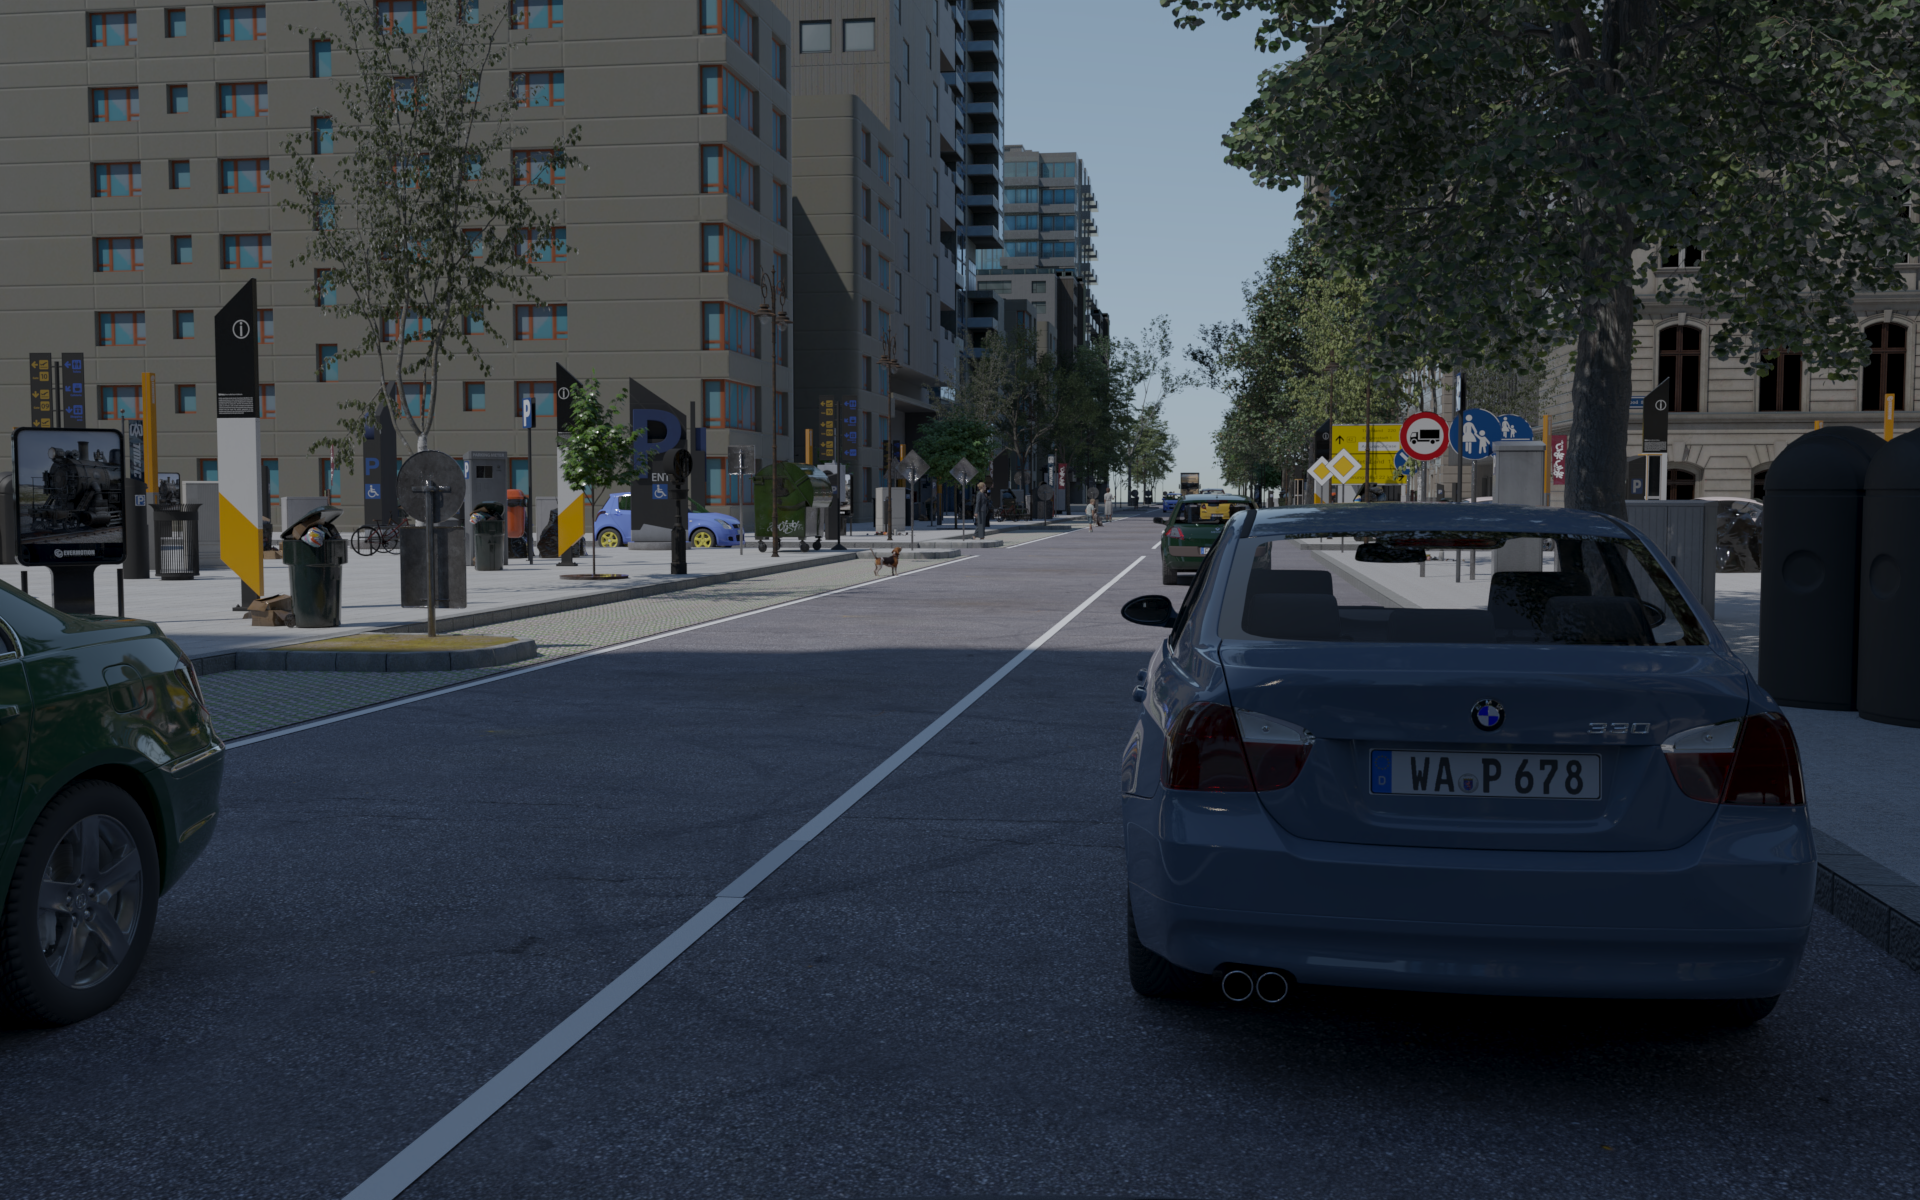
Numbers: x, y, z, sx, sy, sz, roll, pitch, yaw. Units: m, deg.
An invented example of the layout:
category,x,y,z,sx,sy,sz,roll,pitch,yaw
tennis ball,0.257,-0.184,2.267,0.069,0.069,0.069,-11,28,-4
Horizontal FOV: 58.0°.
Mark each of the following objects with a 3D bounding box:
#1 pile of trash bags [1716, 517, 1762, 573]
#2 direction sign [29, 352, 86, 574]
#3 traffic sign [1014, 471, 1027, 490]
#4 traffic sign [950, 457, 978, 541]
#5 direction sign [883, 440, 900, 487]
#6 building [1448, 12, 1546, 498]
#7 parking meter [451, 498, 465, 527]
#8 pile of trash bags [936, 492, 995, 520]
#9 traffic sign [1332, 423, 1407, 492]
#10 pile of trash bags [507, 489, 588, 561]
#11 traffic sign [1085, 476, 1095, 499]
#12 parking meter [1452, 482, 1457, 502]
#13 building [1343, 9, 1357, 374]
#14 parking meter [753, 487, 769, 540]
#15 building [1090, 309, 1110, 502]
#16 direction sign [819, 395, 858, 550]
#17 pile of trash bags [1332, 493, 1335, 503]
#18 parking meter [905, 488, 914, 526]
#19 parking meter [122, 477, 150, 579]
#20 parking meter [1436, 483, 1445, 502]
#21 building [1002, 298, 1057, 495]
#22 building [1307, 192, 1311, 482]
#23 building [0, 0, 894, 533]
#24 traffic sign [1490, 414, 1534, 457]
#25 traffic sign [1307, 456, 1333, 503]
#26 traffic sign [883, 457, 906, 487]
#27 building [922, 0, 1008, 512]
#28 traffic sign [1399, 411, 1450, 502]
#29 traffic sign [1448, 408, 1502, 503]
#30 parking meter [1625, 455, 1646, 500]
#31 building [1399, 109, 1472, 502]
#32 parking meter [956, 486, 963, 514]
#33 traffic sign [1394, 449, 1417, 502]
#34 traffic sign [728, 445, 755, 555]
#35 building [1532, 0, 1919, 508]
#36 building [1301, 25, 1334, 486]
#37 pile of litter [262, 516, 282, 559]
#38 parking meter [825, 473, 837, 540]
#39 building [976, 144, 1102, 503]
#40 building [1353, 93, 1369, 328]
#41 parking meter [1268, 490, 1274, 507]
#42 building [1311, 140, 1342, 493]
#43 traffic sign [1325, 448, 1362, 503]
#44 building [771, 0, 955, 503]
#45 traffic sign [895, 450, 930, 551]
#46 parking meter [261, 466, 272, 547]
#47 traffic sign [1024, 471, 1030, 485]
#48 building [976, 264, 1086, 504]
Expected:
category,x,y,z,sx,sy,sz,roll,pitch,yaw
pile of trash bags,13.844,-1.149,28.544,3.447,1.369,1.912,1,4,15
direction sign,-14.450,-2.190,27.802,0.876,3.537,0.379,0,4,3
traffic sign,3.368,-5.890,96.408,0.768,2.556,0.104,1,4,15
traffic sign,0.102,-2.659,47.122,0.795,2.450,0.064,1,4,8
direction sign,-2.871,-4.937,72.717,0.876,3.537,0.379,-3,5,-41
building,31.690,-17.562,80.646,14.314,27.812,24.014,1,4,8
parking meter,-11.821,-1.986,40.878,0.372,1.533,0.369,0,3,0
pile of trash bags,0.171,-4.753,87.466,3.447,1.369,1.912,1,4,14
traffic sign,11.852,-3.439,50.098,2.265,3.308,0.079,1,4,18
pile of trash bags,-8.559,-1.519,34.590,1.912,1.369,3.447,0,4,-2
traffic sign,9.109,-7.425,121.504,0.768,2.556,0.104,1,4,13
parking meter,24.774,-4.941,86.488,0.399,1.863,0.255,-2,4,-33
building,48.231,-38.375,169.435,21.231,58.520,28.212,1,4,8
parking meter,-5.558,-2.614,48.450,0.399,1.863,0.255,1,4,20
building,15.590,-30.281,266.797,14.160,30.474,14.107,1,4,8
direction sign,-2.786,-2.921,39.756,0.876,3.537,0.379,0,4,3
pile of trash bags,26.005,-6.387,114.171,3.447,1.369,1.912,-1,4,-12
parking meter,-2.030,-3.712,69.096,0.372,1.533,0.369,0,3,0
parking meter,-12.466,-1.086,26.171,0.372,1.533,0.369,0,3,0
parking meter,25.685,-5.313,92.571,0.399,1.863,0.255,2,4,23
building,-5.621,-19.872,169.941,27.650,21.520,28.899,1,4,8
building,59.268,-37.853,238.497,23.786,49.044,30.456,1,4,8
building,-18.980,-13.864,71.718,27.650,21.520,28.899,1,4,8
traffic sign,8.727,-1.684,27.636,0.768,2.556,0.104,1,4,12
traffic sign,9.539,-2.572,45.695,0.795,2.450,0.064,1,4,8
traffic sign,-2.250,-3.672,60.045,0.884,2.594,0.081,1,4,15
building,-7.072,-50.476,137.948,22.319,86.520,31.000,1,4,8
traffic sign,7.146,-1.625,26.681,0.768,2.556,0.104,1,4,11
traffic sign,7.654,-1.571,25.791,0.768,2.556,0.104,1,4,13
parking meter,10.045,-1.241,26.007,0.399,1.863,0.255,-2,4,-24
building,33.769,-18.844,105.356,12.463,27.353,25.104,1,4,8
parking meter,-0.015,-6.539,112.615,0.399,1.863,0.255,-3,4,-39
traffic sign,12.052,-2.843,46.591,0.768,2.556,0.104,1,4,11
traffic sign,-4.597,-2.095,36.380,0.606,2.300,0.079,1,4,16
building,37.596,-14.488,55.970,34.723,24.649,14.460,1,4,8
building,60.803,-50.488,263.728,20.563,71.187,20.611,1,4,8
pile of litter,-13.689,-1.249,34.379,1.719,0.858,1.176,-3,4,-37
parking meter,-3.577,-2.602,48.253,0.399,1.863,0.255,-2,4,-27
building,7.829,-38.200,244.177,23.786,49.044,30.456,1,4,8
building,41.031,-28.502,149.606,14.154,41.232,14.086,1,4,8
parking meter,18.145,-5.664,101.011,0.372,1.533,0.369,0,3,0
building,51.185,-34.665,216.880,14.600,45.320,14.200,1,4,8
traffic sign,8.357,-2.089,37.797,0.795,2.450,0.064,1,4,8
building,-15.183,-31.824,109.557,28.713,52.752,27.495,1,4,8
traffic sign,-1.079,-2.176,39.224,0.795,2.450,0.064,1,4,8
parking meter,-14.387,-1.838,35.768,0.255,1.863,0.399,-1,4,-15
traffic sign,3.594,-5.911,96.753,0.768,2.556,0.104,1,4,12
building,8.614,-27.550,222.140,14.160,30.474,14.107,1,4,8
